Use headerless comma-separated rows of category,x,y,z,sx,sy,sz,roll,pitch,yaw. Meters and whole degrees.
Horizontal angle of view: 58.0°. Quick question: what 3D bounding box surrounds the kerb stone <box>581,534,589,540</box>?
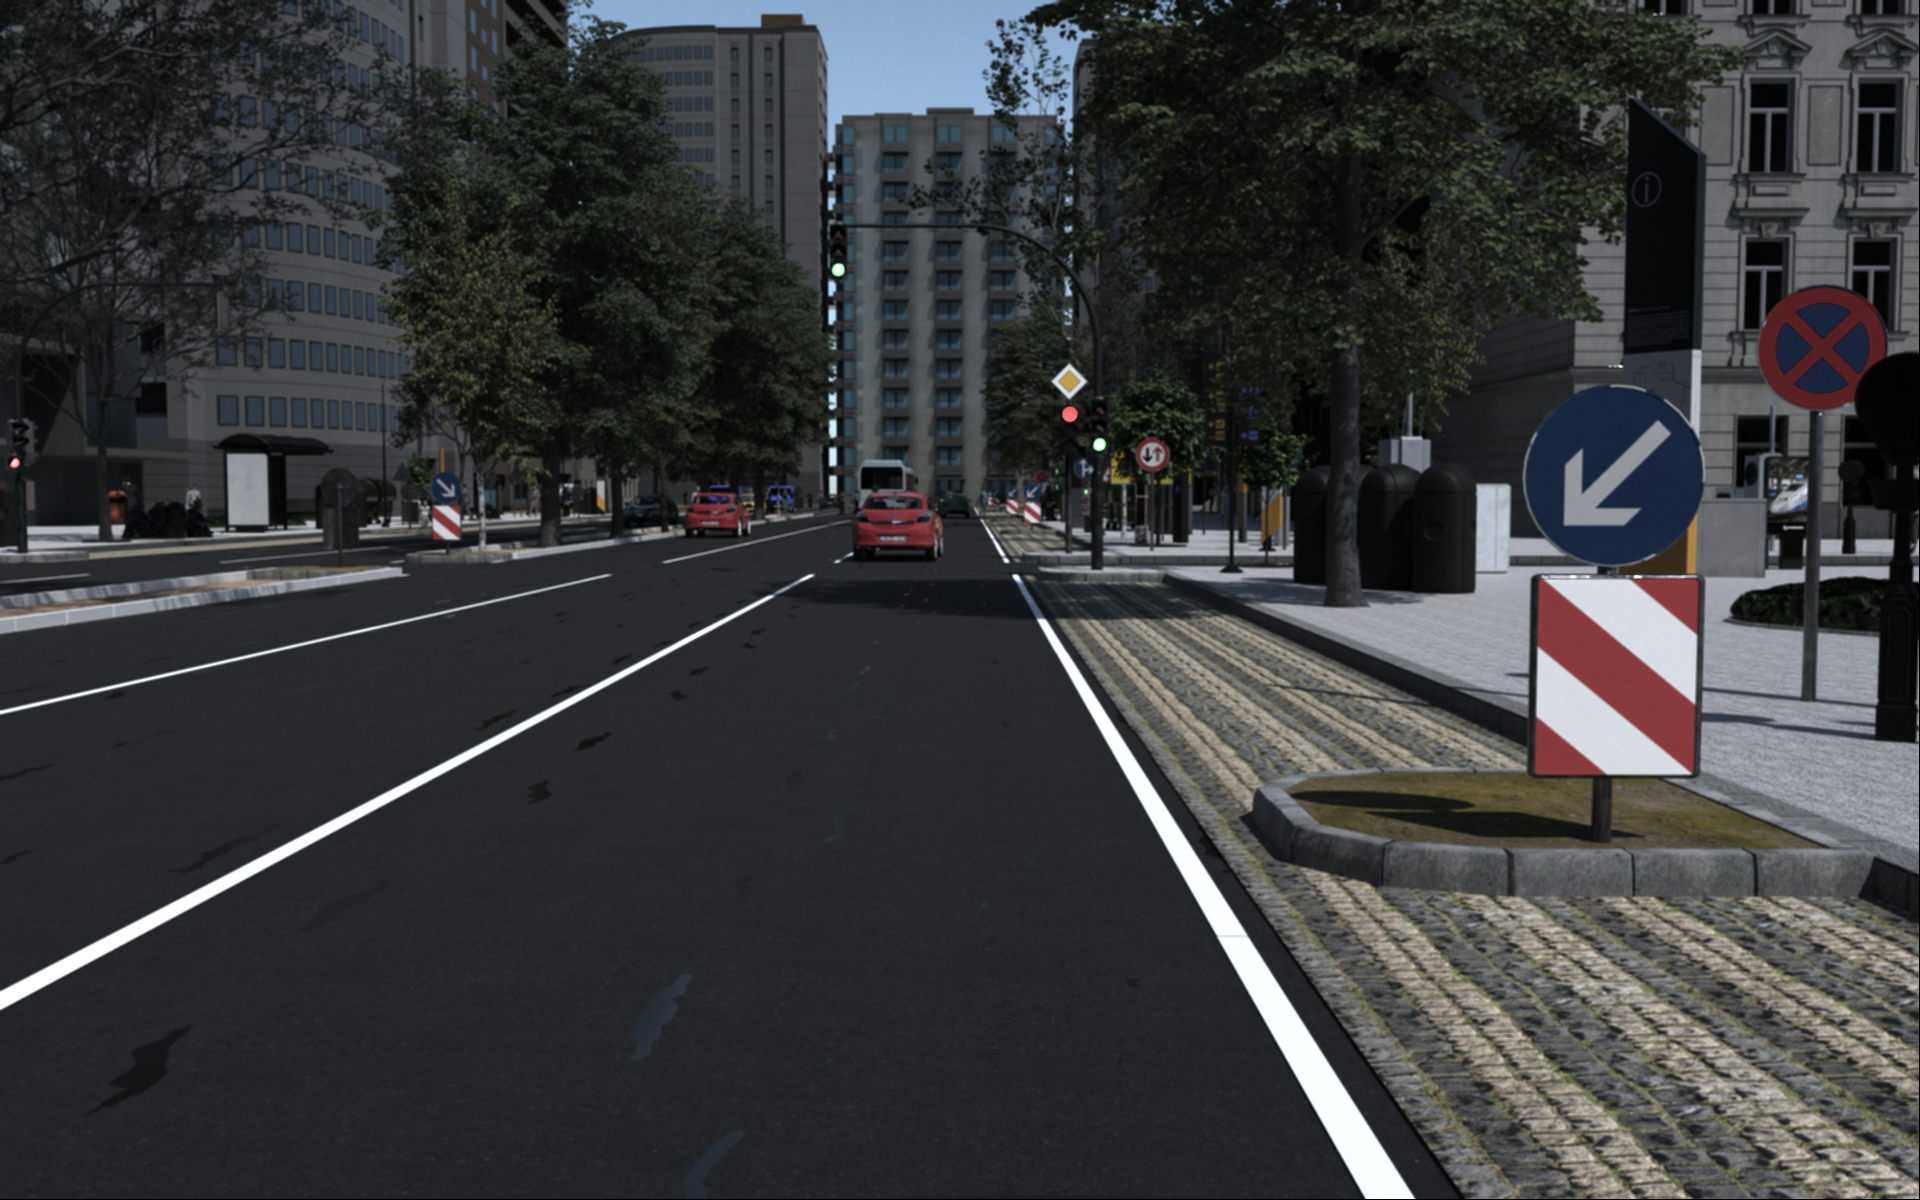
kerb stone,-11.794,-1.936,53.843,0.120,0.150,1.000,0,4,0

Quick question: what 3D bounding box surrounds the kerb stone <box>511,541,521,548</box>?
kerb stone,-11.832,-1.433,45.627,0.120,0.150,1.000,0,4,0

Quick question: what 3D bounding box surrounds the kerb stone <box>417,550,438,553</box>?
kerb stone,-11.856,-0.994,38.451,0.120,0.150,1.000,0,4,0

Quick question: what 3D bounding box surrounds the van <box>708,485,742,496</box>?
van,-16.446,-7.123,120.843,2.240,2.365,5.245,0,4,1

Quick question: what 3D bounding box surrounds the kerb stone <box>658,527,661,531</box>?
kerb stone,-11.742,-2.750,67.154,0.120,0.150,1.000,0,4,0

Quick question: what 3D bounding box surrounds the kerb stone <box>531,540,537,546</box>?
kerb stone,-11.824,-1.557,47.687,0.120,0.150,1.000,0,4,0

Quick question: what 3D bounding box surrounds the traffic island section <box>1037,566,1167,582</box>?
traffic island section,2.335,-0.433,29.362,2.009,0.180,2.903,0,4,0

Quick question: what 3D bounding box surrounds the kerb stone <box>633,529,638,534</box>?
kerb stone,-11.768,-2.433,62.043,0.120,0.150,1.000,0,4,0

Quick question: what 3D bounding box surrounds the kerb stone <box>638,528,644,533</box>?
kerb stone,-11.762,-2.498,63.066,0.120,0.150,1.000,0,4,0

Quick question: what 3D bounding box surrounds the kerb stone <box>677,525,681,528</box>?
kerb stone,-11.734,-3.001,71.257,0.120,0.150,1.000,0,4,0

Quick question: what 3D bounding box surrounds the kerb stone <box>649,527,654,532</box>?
kerb stone,-11.759,-2.619,65.110,0.120,0.150,1.000,0,4,0

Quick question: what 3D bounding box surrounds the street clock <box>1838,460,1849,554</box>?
street clock,19.007,-1.982,36.980,0.358,2.002,0.471,-2,4,-26

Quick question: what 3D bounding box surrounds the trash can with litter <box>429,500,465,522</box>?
trash can with litter,-23.716,-4.143,78.788,1.678,1.210,2.233,-3,4,-36

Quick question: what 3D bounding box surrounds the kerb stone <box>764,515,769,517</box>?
kerb stone,-11.627,-4.941,103.019,0.120,0.150,1.000,0,4,0

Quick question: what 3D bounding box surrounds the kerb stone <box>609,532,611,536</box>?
kerb stone,-11.779,-2.187,57.949,0.120,0.150,1.000,0,4,0

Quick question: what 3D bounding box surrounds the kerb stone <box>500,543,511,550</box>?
kerb stone,-11.833,-1.370,44.602,0.120,0.150,1.000,0,4,0

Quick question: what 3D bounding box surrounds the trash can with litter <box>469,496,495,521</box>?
trash can with litter,-22.937,-4.394,82.895,1.678,1.210,2.233,-1,4,-12

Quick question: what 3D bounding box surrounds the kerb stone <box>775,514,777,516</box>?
kerb stone,-11.613,-5.193,107.108,0.120,0.150,1.000,0,4,0

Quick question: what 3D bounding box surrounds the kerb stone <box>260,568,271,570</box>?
kerb stone,-11.889,-0.458,29.694,0.120,0.150,1.000,0,4,0

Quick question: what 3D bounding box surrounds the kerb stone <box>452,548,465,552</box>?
kerb stone,-11.851,-1.118,40.506,0.120,0.150,1.000,0,4,0

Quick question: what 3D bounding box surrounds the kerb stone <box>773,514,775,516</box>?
kerb stone,-11.607,-5.131,106.086,0.120,0.150,1.000,0,4,0

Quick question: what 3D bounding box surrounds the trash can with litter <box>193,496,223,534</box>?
trash can with litter,-24.374,-2.696,55.136,1.678,1.210,2.233,-2,4,-25

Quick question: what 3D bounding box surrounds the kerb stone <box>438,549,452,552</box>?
kerb stone,-11.855,-1.055,39.480,0.120,0.150,1.000,0,4,0

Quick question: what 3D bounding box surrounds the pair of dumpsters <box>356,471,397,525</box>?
pair of dumpsters,-25.217,-4.316,73.068,1.574,2.255,4.437,0,4,0

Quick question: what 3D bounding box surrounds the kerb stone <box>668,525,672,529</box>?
kerb stone,-11.738,-2.875,69.199,0.120,0.150,1.000,0,4,0

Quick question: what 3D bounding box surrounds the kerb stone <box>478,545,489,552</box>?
kerb stone,-11.839,-1.245,42.557,0.120,0.150,1.000,0,4,0

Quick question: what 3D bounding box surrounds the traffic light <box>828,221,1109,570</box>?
traffic light,0.202,-3.330,29.114,4.771,5.953,1.251,0,4,0

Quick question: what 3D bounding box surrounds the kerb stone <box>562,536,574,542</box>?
kerb stone,-11.806,-1.810,51.794,0.120,0.150,1.000,0,4,0

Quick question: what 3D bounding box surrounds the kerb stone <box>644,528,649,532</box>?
kerb stone,-11.767,-2.562,64.088,0.120,0.150,1.000,0,4,0

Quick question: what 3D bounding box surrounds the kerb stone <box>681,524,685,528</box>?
kerb stone,-11.728,-3.063,72.279,0.120,0.150,1.000,0,4,0

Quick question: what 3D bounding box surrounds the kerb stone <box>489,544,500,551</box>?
kerb stone,-11.843,-1.308,43.579,0.120,0.150,1.000,0,4,0

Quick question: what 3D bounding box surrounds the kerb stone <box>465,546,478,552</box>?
kerb stone,-11.834,-1.175,41.535,0.120,0.150,1.000,0,4,0

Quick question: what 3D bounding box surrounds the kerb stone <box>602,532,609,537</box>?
kerb stone,-11.786,-2.121,56.924,0.120,0.150,1.000,0,4,0

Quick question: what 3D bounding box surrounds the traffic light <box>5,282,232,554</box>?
traffic light,-18.146,-3.832,37.325,4.771,5.953,1.251,0,4,0

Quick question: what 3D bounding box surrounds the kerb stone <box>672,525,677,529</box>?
kerb stone,-11.739,-2.938,70.234,0.120,0.150,1.000,0,4,0

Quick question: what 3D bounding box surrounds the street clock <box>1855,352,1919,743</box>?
street clock,4.884,-0.270,8.979,0.471,2.002,0.358,2,4,30

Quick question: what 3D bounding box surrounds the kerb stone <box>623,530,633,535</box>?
kerb stone,-11.776,-2.375,61.021,0.120,0.150,1.000,0,4,0

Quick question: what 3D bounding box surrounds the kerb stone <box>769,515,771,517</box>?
kerb stone,-11.625,-5.001,104.042,0.120,0.150,1.000,0,4,0

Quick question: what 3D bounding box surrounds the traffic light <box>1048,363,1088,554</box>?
traffic light,2.323,-2.955,37.233,0.839,4.253,0.868,0,4,0

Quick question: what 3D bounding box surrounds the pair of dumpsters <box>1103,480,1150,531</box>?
pair of dumpsters,5.983,-3.621,61.692,1.574,2.255,4.437,0,4,0

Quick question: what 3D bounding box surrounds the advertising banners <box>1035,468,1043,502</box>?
advertising banners,4.958,-6.851,108.197,0.090,3.025,2.074,-1,4,-14

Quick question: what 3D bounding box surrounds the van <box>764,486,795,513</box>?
van,-13.507,-7.711,130.456,2.240,2.365,5.245,0,4,-1

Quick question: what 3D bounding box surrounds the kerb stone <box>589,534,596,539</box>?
kerb stone,-11.794,-1.995,54.866,0.120,0.150,1.000,0,4,0

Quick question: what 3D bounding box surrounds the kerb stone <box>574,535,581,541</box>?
kerb stone,-11.805,-1.873,52.821,0.120,0.150,1.000,0,4,0

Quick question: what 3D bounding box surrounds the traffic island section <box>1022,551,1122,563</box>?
traffic island section,2.363,-0.921,37.347,2.009,0.180,2.903,0,4,0

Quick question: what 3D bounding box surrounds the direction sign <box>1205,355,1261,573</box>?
direction sign,4.435,-2.214,28.189,0.876,3.537,0.379,0,4,3

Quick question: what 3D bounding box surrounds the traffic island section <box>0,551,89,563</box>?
traffic island section,-20.278,-0.927,37.432,2.009,0.180,2.903,0,4,0

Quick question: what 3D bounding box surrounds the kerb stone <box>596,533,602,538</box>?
kerb stone,-11.792,-2.054,55.891,0.120,0.150,1.000,0,4,0

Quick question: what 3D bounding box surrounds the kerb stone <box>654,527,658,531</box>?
kerb stone,-11.767,-2.687,66.132,0.120,0.150,1.000,0,4,0

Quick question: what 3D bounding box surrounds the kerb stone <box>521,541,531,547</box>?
kerb stone,-11.826,-1.496,46.659,0.120,0.150,1.000,0,4,0

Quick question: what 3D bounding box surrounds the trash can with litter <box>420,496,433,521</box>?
trash can with litter,-25.252,-4.355,82.585,0.624,1.170,1.055,3,5,43
